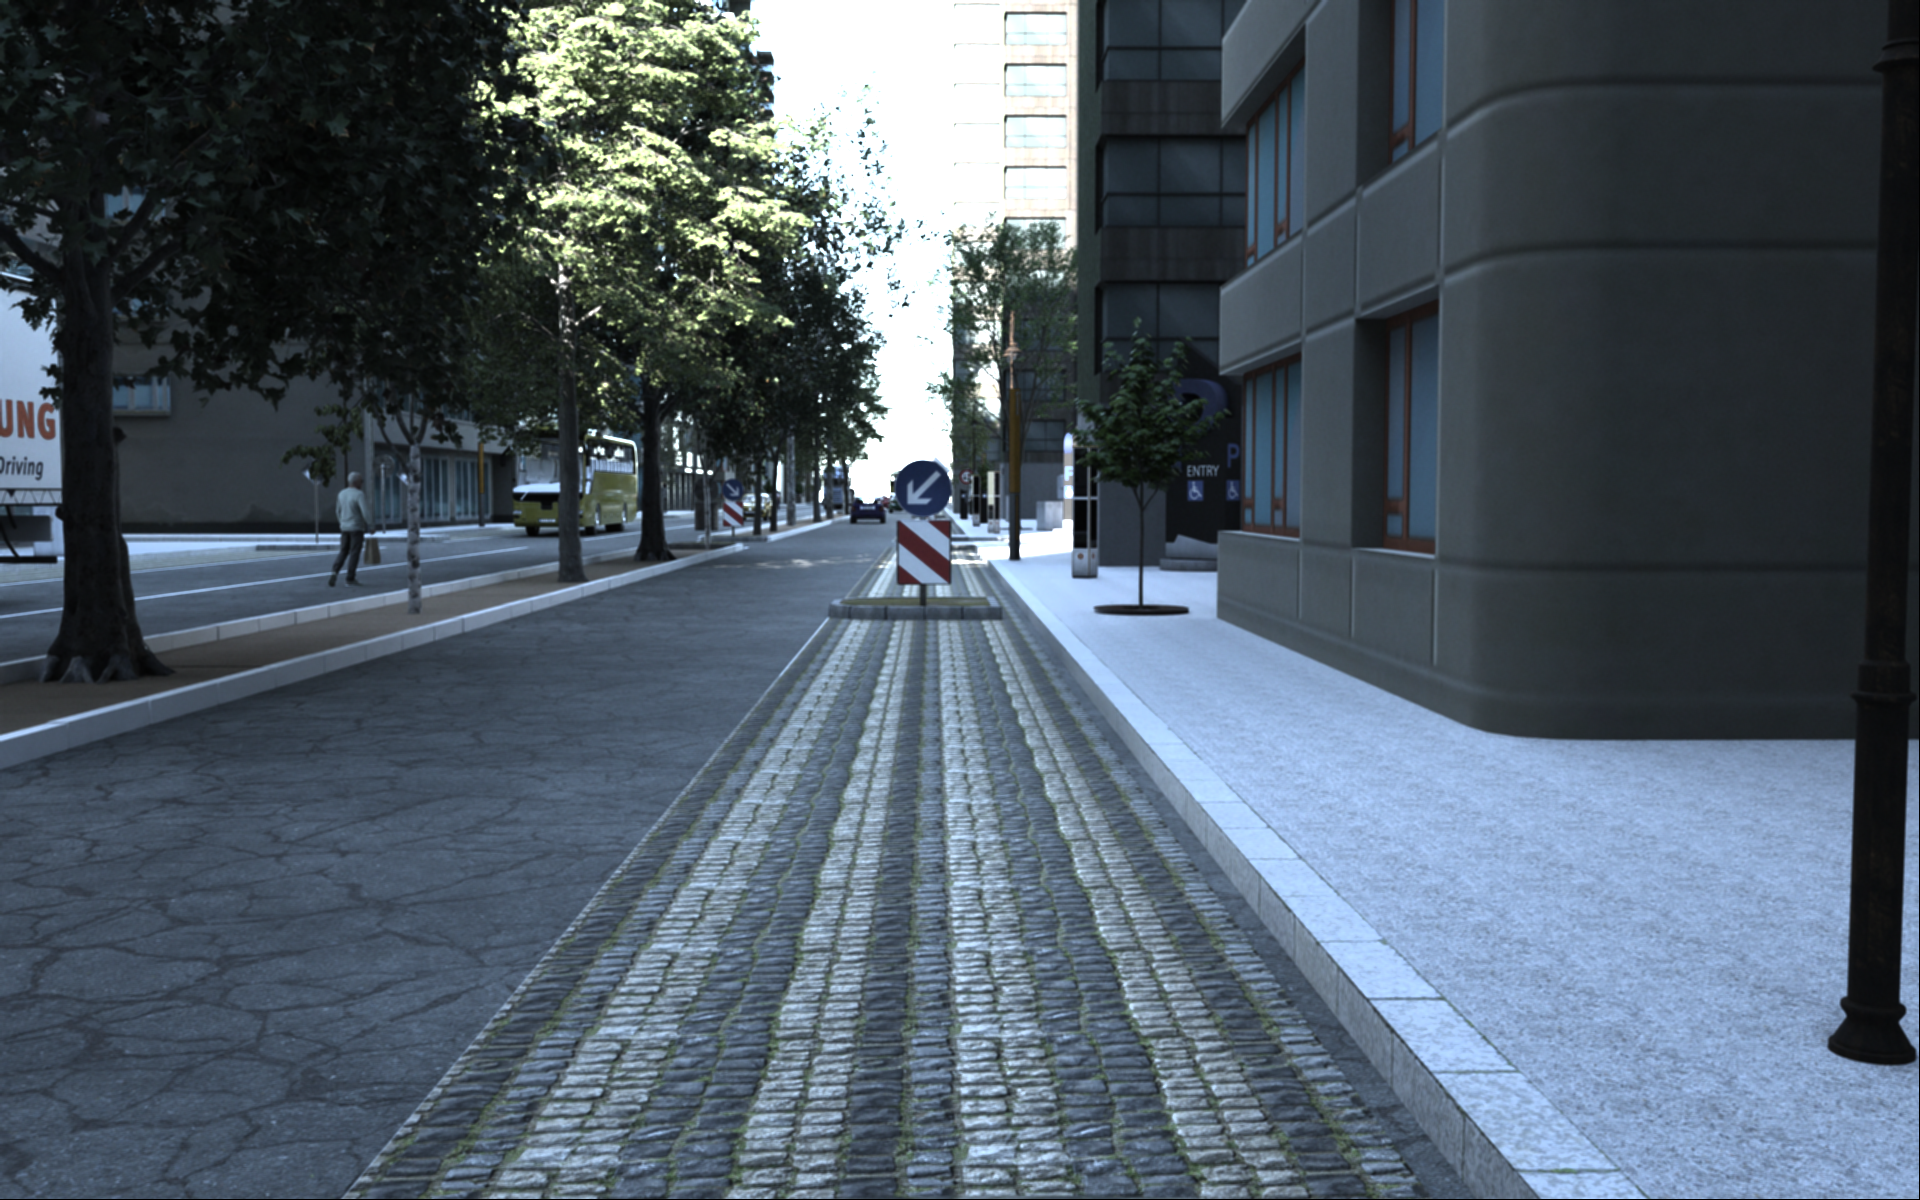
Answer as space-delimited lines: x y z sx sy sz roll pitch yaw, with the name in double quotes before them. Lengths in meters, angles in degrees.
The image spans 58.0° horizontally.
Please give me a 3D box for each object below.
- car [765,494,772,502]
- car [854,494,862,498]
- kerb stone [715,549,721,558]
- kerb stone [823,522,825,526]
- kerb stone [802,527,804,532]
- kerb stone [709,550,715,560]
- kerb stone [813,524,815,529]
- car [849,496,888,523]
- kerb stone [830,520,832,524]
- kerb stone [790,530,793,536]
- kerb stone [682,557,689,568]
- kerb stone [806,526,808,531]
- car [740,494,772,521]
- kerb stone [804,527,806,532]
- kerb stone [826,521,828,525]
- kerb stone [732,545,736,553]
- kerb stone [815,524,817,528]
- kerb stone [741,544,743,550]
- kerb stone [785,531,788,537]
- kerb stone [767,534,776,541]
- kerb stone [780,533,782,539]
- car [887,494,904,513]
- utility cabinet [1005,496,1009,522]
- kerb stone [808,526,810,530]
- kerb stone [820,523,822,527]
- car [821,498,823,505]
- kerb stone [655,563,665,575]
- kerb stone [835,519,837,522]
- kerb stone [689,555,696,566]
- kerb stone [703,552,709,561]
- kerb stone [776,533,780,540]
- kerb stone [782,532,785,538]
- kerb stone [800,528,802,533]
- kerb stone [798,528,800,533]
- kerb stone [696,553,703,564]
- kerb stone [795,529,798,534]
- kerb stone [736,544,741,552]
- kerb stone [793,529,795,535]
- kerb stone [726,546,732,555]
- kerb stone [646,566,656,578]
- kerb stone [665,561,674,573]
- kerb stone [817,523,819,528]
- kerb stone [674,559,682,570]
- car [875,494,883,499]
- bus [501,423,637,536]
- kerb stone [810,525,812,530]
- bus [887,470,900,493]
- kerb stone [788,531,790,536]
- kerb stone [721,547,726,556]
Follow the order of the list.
"car" -14.357 -6.926 123.463 2.015 1.641 3.980 0 4 1
"car" -12.931 -12.705 216.525 1.959 1.807 4.718 0 4 -2
"kerb stone" -5.545 -1.024 38.942 0.120 0.150 1.000 0 4 -1
"kerb stone" -6.168 -3.313 76.376 0.120 0.150 1.000 0 4 -1
"kerb stone" -5.965 -2.556 64.091 0.120 0.150 1.000 0 4 -1
"kerb stone" -5.532 -0.961 37.916 0.120 0.150 1.000 0 4 -1
"kerb stone" -6.063 -2.928 70.233 0.120 0.150 1.000 0 4 -1
"car" -4.539 -4.473 85.720 1.945 1.354 3.894 0 4 -2
"kerb stone" -6.249 -3.627 81.500 0.120 0.150 1.000 0 4 -1
"kerb stone" -5.876 -2.243 58.977 0.120 0.150 1.000 0 4 -1
"kerb stone" -5.467 -0.711 33.813 0.120 0.150 1.000 0 4 -1
"kerb stone" -5.993 -2.684 66.143 0.120 0.150 1.000 0 4 -1
"car" -11.150 -5.120 93.927 2.015 1.641 3.980 0 3 0
"kerb stone" -5.980 -2.625 65.117 0.120 0.150 1.000 0 4 -1
"kerb stone" -6.196 -3.433 78.430 0.120 0.150 1.000 0 4 -1
"kerb stone" -5.607 -1.209 42.016 0.120 0.150 1.000 0 4 -1
"kerb stone" -6.077 -3.001 71.255 0.120 0.150 1.000 0 4 -1
"kerb stone" -5.632 -1.338 44.065 0.120 0.150 1.000 0 4 -1
"kerb stone" -5.853 -2.121 56.929 0.120 0.150 1.000 0 4 -1
"kerb stone" -5.780 -1.873 52.825 0.120 0.150 1.000 0 4 -1
"kerb stone" -5.809 -1.998 54.870 0.120 0.150 1.000 0 4 -1
"car" -4.488 -7.364 132.194 2.131 1.459 4.920 0 4 -1
"utility cabinet" 2.251 -4.174 79.403 0.306 1.237 1.020 0 4 6
"kerb stone" -6.013 -2.750 67.166 0.120 0.150 1.000 0 4 -1
"kerb stone" -6.131 -3.189 74.332 0.120 0.150 1.000 0 4 -1
"car" -16.744 -12.763 221.262 1.945 1.354 3.894 0 4 1
"kerb stone" -5.417 -0.521 30.735 0.120 0.150 1.000 0 4 -1
"kerb stone" -6.312 -3.878 85.594 0.120 0.150 1.000 0 4 -1
"kerb stone" -5.486 -0.770 34.841 0.120 0.150 1.000 0 4 -1
"kerb stone" -5.523 -0.899 36.888 0.120 0.150 1.000 0 4 -1
"kerb stone" -5.793 -1.936 53.848 0.120 0.150 1.000 0 4 -1
"kerb stone" -5.827 -2.061 55.892 0.120 0.150 1.000 0 4 -1
"kerb stone" -5.949 -2.500 63.066 0.120 0.150 1.000 0 4 -1
"kerb stone" -5.929 -2.437 62.044 0.120 0.150 1.000 0 4 -1
"kerb stone" -5.499 -0.836 35.863 0.120 0.150 1.000 0 4 -1
"kerb stone" -5.912 -2.375 61.021 0.120 0.150 1.000 0 4 -1
"kerb stone" -5.613 -1.275 43.043 0.120 0.150 1.000 0 4 -1
"kerb stone" -5.896 -2.312 59.999 0.120 0.150 1.000 0 4 -1
"kerb stone" -5.583 -1.148 40.994 0.120 0.150 1.000 0 4 -1
"kerb stone" -5.403 -0.460 29.713 0.120 0.150 1.000 0 4 -1
"kerb stone" -5.431 -0.583 31.761 0.120 0.150 1.000 0 4 -1
"kerb stone" -6.099 -3.063 72.281 0.120 0.150 1.000 0 4 -1
"kerb stone" -5.450 -0.644 32.791 0.120 0.150 1.000 0 4 -1
"car" -12.727 -15.935 272.539 2.014 1.417 4.499 0 4 -2
"bus" -13.882 -4.369 62.979 2.896 3.916 12.252 0 4 -2
"kerb stone" -6.029 -2.811 68.189 0.120 0.150 1.000 0 4 -1
"bus" -5.877 -11.219 174.982 2.896 3.916 12.252 0 4 -3
"kerb stone" -5.864 -2.187 57.952 0.120 0.150 1.000 0 4 -1
"kerb stone" -5.571 -1.087 39.964 0.120 0.150 1.000 0 4 -1
